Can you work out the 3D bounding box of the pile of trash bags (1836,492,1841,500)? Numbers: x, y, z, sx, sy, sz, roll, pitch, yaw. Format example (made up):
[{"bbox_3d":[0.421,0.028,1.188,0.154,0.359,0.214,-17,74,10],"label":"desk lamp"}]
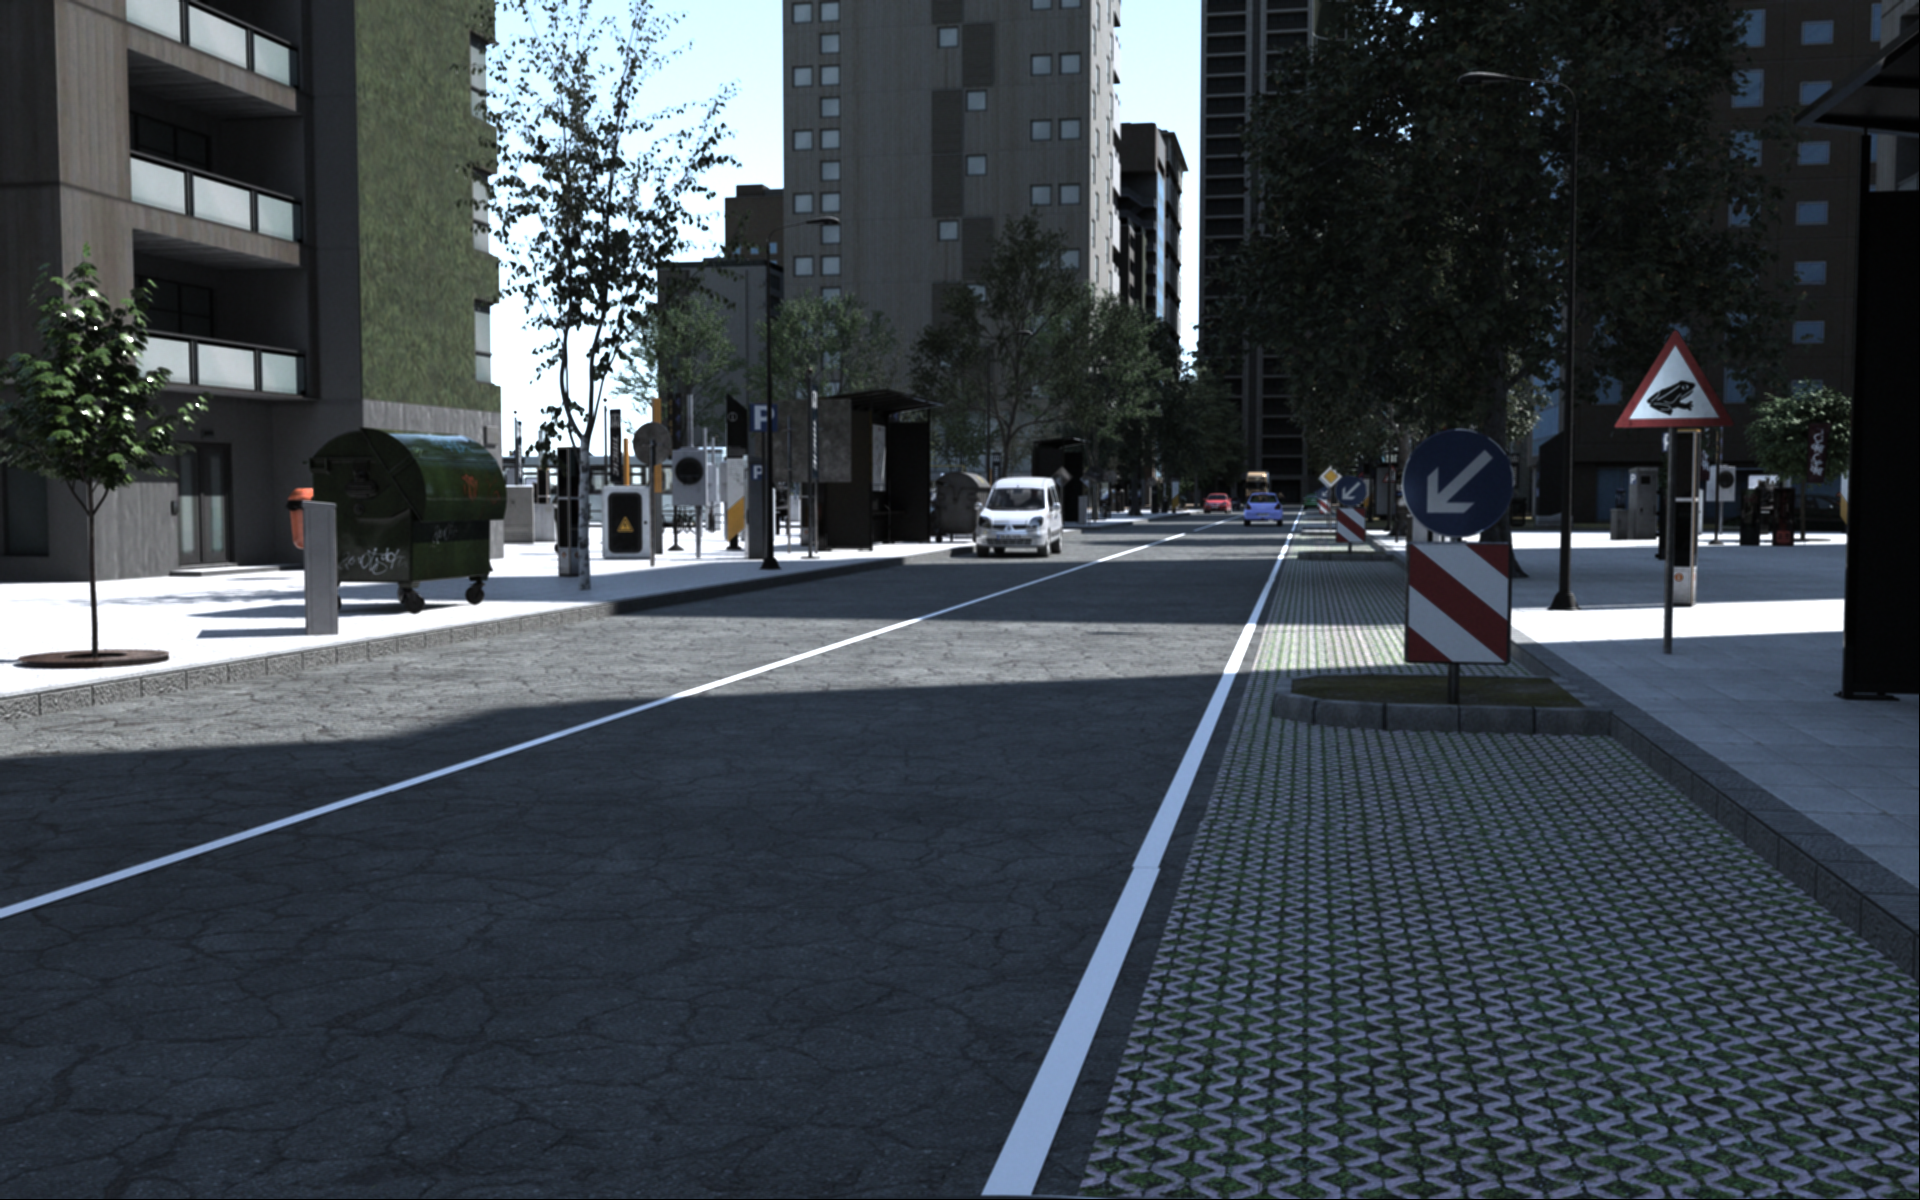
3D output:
[{"bbox_3d":[36.005,-3.599,68.595,3.447,1.369,1.912,-2,4,-24],"label":"pile of trash bags"}]

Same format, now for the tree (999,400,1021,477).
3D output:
[{"bbox_3d":[3.832,-11.059,131.178,4.360,8.622,3.978,0,3,0],"label":"tree"}]

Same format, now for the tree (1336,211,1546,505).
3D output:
[{"bbox_3d":[12.268,-5.648,42.709,4.737,8.622,4.395,0,3,0],"label":"tree"}]

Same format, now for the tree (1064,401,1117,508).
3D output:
[{"bbox_3d":[9.938,-10.998,130.184,4.737,8.622,4.395,0,3,0],"label":"tree"}]

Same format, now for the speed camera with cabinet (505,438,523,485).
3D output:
[{"bbox_3d":[-16.027,-4.137,61.980,0.660,3.252,2.038,-1,4,-18],"label":"speed camera with cabinet"}]

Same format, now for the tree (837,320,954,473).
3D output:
[{"bbox_3d":[-3.292,-7.578,74.257,4.360,8.622,3.978,0,3,0],"label":"tree"}]

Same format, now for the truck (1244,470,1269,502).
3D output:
[{"bbox_3d":[35.183,-13.221,205.070,2.839,4.237,11.283,1,4,11],"label":"truck"}]

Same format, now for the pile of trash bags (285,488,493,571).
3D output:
[{"bbox_3d":[-9.234,-1.093,27.621,1.912,1.369,3.447,2,4,28],"label":"pile of trash bags"}]

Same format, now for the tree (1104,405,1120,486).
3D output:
[{"bbox_3d":[11.972,-11.539,139.031,4.360,8.622,3.978,0,3,0],"label":"tree"}]

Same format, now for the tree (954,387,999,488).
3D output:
[{"bbox_3d":[-0.512,-9.626,107.742,4.360,8.622,3.978,0,3,0],"label":"tree"}]

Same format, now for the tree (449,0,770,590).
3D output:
[{"bbox_3d":[-4.906,-4.453,23.164,4.360,8.622,3.978,0,3,0],"label":"tree"}]

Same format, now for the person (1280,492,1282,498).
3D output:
[{"bbox_3d":[40.274,-12.801,217.757,0.705,1.831,1.348,0,4,3],"label":"person"}]

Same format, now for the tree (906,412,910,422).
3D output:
[{"bbox_3d":[-3.137,-11.310,135.281,4.737,8.622,4.395,0,3,0],"label":"tree"}]

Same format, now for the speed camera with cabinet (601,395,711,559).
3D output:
[{"bbox_3d":[-6.040,-2.443,34.278,2.038,3.252,0.660,0,4,-5],"label":"speed camera with cabinet"}]

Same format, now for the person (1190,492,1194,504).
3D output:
[{"bbox_3d":[29.904,-13.102,223.265,0.990,1.755,0.434,-3,5,-45],"label":"person"}]

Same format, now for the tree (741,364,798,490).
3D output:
[{"bbox_3d":[-10.416,-9.034,98.074,4.737,8.622,4.395,0,3,0],"label":"tree"}]

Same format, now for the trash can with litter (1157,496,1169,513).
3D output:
[{"bbox_3d":[13.675,-6.518,117.954,1.055,1.170,0.624,2,4,26],"label":"trash can with litter"}]

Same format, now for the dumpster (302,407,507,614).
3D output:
[{"bbox_3d":[-6.192,-1.032,19.370,1.502,2.255,1.985,1,4,11],"label":"dumpster"}]

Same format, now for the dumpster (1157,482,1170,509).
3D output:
[{"bbox_3d":[15.690,-8.006,133.388,1.502,2.255,1.985,1,4,11],"label":"dumpster"}]

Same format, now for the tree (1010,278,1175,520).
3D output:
[{"bbox_3d":[6.468,-9.731,84.862,9.928,11.665,9.643,0,3,0],"label":"tree"}]

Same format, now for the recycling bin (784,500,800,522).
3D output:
[{"bbox_3d":[-7.657,-4.084,79.322,0.722,1.027,0.722,0,4,1],"label":"recycling bin"}]

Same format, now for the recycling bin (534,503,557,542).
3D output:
[{"bbox_3d":[-11.136,-2.083,46.612,0.722,1.027,0.722,0,4,4],"label":"recycling bin"}]

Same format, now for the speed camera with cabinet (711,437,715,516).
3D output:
[{"bbox_3d":[-7.057,-3.527,51.997,2.038,3.252,0.660,-2,4,-28],"label":"speed camera with cabinet"}]

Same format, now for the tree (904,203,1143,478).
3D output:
[{"bbox_3d":[1.542,-7.425,55.804,7.601,10.594,8.767,3,5,40],"label":"tree"}]

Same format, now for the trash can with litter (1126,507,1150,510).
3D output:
[{"bbox_3d":[14.879,-8.080,143.169,2.233,1.210,1.678,2,4,24],"label":"trash can with litter"}]

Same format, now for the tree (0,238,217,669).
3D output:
[{"bbox_3d":[-6.519,-1.140,13.239,1.663,3.219,1.824,0,3,0],"label":"tree"}]

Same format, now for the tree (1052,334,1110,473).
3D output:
[{"bbox_3d":[10.180,-11.287,101.557,9.611,12.733,9.660,0,3,0],"label":"tree"}]

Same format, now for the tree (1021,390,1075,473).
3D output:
[{"bbox_3d":[6.882,-10.692,125.181,4.360,8.622,3.978,0,3,0],"label":"tree"}]

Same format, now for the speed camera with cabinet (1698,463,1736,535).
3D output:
[{"bbox_3d":[23.407,-3.694,54.735,2.038,3.252,0.660,0,4,-8],"label":"speed camera with cabinet"}]

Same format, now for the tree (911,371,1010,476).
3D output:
[{"bbox_3d":[0.507,-9.276,102.021,4.737,8.622,4.395,0,3,0],"label":"tree"}]

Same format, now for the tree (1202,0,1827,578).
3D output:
[{"bbox_3d":[8.179,-6.699,26.530,9.611,12.733,9.660,0,3,0],"label":"tree"}]

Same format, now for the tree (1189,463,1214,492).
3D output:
[{"bbox_3d":[21.756,-10.770,159.797,4.285,4.588,4.351,0,3,0],"label":"tree"}]

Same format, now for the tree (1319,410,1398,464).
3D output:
[{"bbox_3d":[26.036,-10.804,111.058,7.601,10.594,8.767,2,4,26],"label":"tree"}]

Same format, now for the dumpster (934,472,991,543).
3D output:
[{"bbox_3d":[0.062,-2.473,46.193,1.264,1.857,1.865,1,4,11],"label":"dumpster"}]

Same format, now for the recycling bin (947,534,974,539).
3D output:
[{"bbox_3d":[0.083,-2.384,51.529,0.722,1.027,0.722,-3,4,-37],"label":"recycling bin"}]

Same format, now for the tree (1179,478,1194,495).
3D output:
[{"bbox_3d":[17.639,-8.806,138.587,1.663,3.219,1.824,0,3,0],"label":"tree"}]

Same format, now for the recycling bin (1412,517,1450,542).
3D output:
[{"bbox_3d":[11.457,-1.800,41.983,0.722,1.027,0.722,3,5,43],"label":"recycling bin"}]

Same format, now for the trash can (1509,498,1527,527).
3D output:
[{"bbox_3d":[21.927,-3.456,68.151,0.748,1.137,0.748,0,3,0],"label":"trash can"}]

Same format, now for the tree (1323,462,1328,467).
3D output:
[{"bbox_3d":[24.321,-9.366,103.494,4.737,8.622,4.395,0,3,0],"label":"tree"}]

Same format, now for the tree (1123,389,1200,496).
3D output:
[{"bbox_3d":[14.231,-10.298,118.736,4.360,8.622,3.978,0,3,0],"label":"tree"}]

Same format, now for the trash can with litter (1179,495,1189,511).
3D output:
[{"bbox_3d":[17.486,-7.552,134.861,0.624,1.170,1.055,-1,4,-22],"label":"trash can with litter"}]

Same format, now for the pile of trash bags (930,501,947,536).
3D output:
[{"bbox_3d":[-0.024,-2.703,53.943,1.912,1.369,3.447,1,4,12],"label":"pile of trash bags"}]

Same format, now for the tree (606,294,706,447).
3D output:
[{"bbox_3d":[-14.633,-9.991,89.109,9.928,11.665,9.643,0,3,0],"label":"tree"}]

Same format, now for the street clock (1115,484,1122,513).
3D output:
[{"bbox_3d":[11.004,-7.093,120.541,0.471,2.002,0.358,0,4,-1],"label":"street clock"}]

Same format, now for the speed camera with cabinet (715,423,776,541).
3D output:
[{"bbox_3d":[-5.873,-3.274,47.874,0.660,3.252,2.038,-3,5,-39],"label":"speed camera with cabinet"}]

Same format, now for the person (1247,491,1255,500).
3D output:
[{"bbox_3d":[26.859,-9.163,158.837,1.217,1.766,0.721,3,5,41],"label":"person"}]

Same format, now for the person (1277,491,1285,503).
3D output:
[{"bbox_3d":[39.137,-12.442,211.934,1.348,1.823,0.705,3,5,40],"label":"person"}]

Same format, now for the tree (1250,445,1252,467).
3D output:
[{"bbox_3d":[27.435,-16.468,187.380,7.486,12.596,7.792,0,3,0],"label":"tree"}]

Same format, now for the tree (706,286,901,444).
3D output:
[{"bbox_3d":[-6.976,-9.779,85.648,9.928,11.665,9.643,0,3,0],"label":"tree"}]

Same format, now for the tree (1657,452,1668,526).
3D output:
[{"bbox_3d":[28.477,-4.578,69.446,1.663,3.219,1.824,0,3,0],"label":"tree"}]

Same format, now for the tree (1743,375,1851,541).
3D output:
[{"bbox_3d":[23.452,-3.926,47.906,4.285,4.588,4.351,0,3,0],"label":"tree"}]

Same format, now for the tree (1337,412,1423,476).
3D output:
[{"bbox_3d":[19.012,-7.535,73.553,4.360,8.622,3.978,0,3,0],"label":"tree"}]

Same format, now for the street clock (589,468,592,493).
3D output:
[{"bbox_3d":[-9.423,-2.370,43.327,0.358,2.002,0.471,1,4,21],"label":"street clock"}]

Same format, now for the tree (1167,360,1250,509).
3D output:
[{"bbox_3d":[20.088,-13.966,146.478,7.486,12.596,7.792,0,3,0],"label":"tree"}]

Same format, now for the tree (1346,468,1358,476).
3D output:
[{"bbox_3d":[29.006,-8.158,127.981,1.663,3.219,1.824,0,3,0],"label":"tree"}]
